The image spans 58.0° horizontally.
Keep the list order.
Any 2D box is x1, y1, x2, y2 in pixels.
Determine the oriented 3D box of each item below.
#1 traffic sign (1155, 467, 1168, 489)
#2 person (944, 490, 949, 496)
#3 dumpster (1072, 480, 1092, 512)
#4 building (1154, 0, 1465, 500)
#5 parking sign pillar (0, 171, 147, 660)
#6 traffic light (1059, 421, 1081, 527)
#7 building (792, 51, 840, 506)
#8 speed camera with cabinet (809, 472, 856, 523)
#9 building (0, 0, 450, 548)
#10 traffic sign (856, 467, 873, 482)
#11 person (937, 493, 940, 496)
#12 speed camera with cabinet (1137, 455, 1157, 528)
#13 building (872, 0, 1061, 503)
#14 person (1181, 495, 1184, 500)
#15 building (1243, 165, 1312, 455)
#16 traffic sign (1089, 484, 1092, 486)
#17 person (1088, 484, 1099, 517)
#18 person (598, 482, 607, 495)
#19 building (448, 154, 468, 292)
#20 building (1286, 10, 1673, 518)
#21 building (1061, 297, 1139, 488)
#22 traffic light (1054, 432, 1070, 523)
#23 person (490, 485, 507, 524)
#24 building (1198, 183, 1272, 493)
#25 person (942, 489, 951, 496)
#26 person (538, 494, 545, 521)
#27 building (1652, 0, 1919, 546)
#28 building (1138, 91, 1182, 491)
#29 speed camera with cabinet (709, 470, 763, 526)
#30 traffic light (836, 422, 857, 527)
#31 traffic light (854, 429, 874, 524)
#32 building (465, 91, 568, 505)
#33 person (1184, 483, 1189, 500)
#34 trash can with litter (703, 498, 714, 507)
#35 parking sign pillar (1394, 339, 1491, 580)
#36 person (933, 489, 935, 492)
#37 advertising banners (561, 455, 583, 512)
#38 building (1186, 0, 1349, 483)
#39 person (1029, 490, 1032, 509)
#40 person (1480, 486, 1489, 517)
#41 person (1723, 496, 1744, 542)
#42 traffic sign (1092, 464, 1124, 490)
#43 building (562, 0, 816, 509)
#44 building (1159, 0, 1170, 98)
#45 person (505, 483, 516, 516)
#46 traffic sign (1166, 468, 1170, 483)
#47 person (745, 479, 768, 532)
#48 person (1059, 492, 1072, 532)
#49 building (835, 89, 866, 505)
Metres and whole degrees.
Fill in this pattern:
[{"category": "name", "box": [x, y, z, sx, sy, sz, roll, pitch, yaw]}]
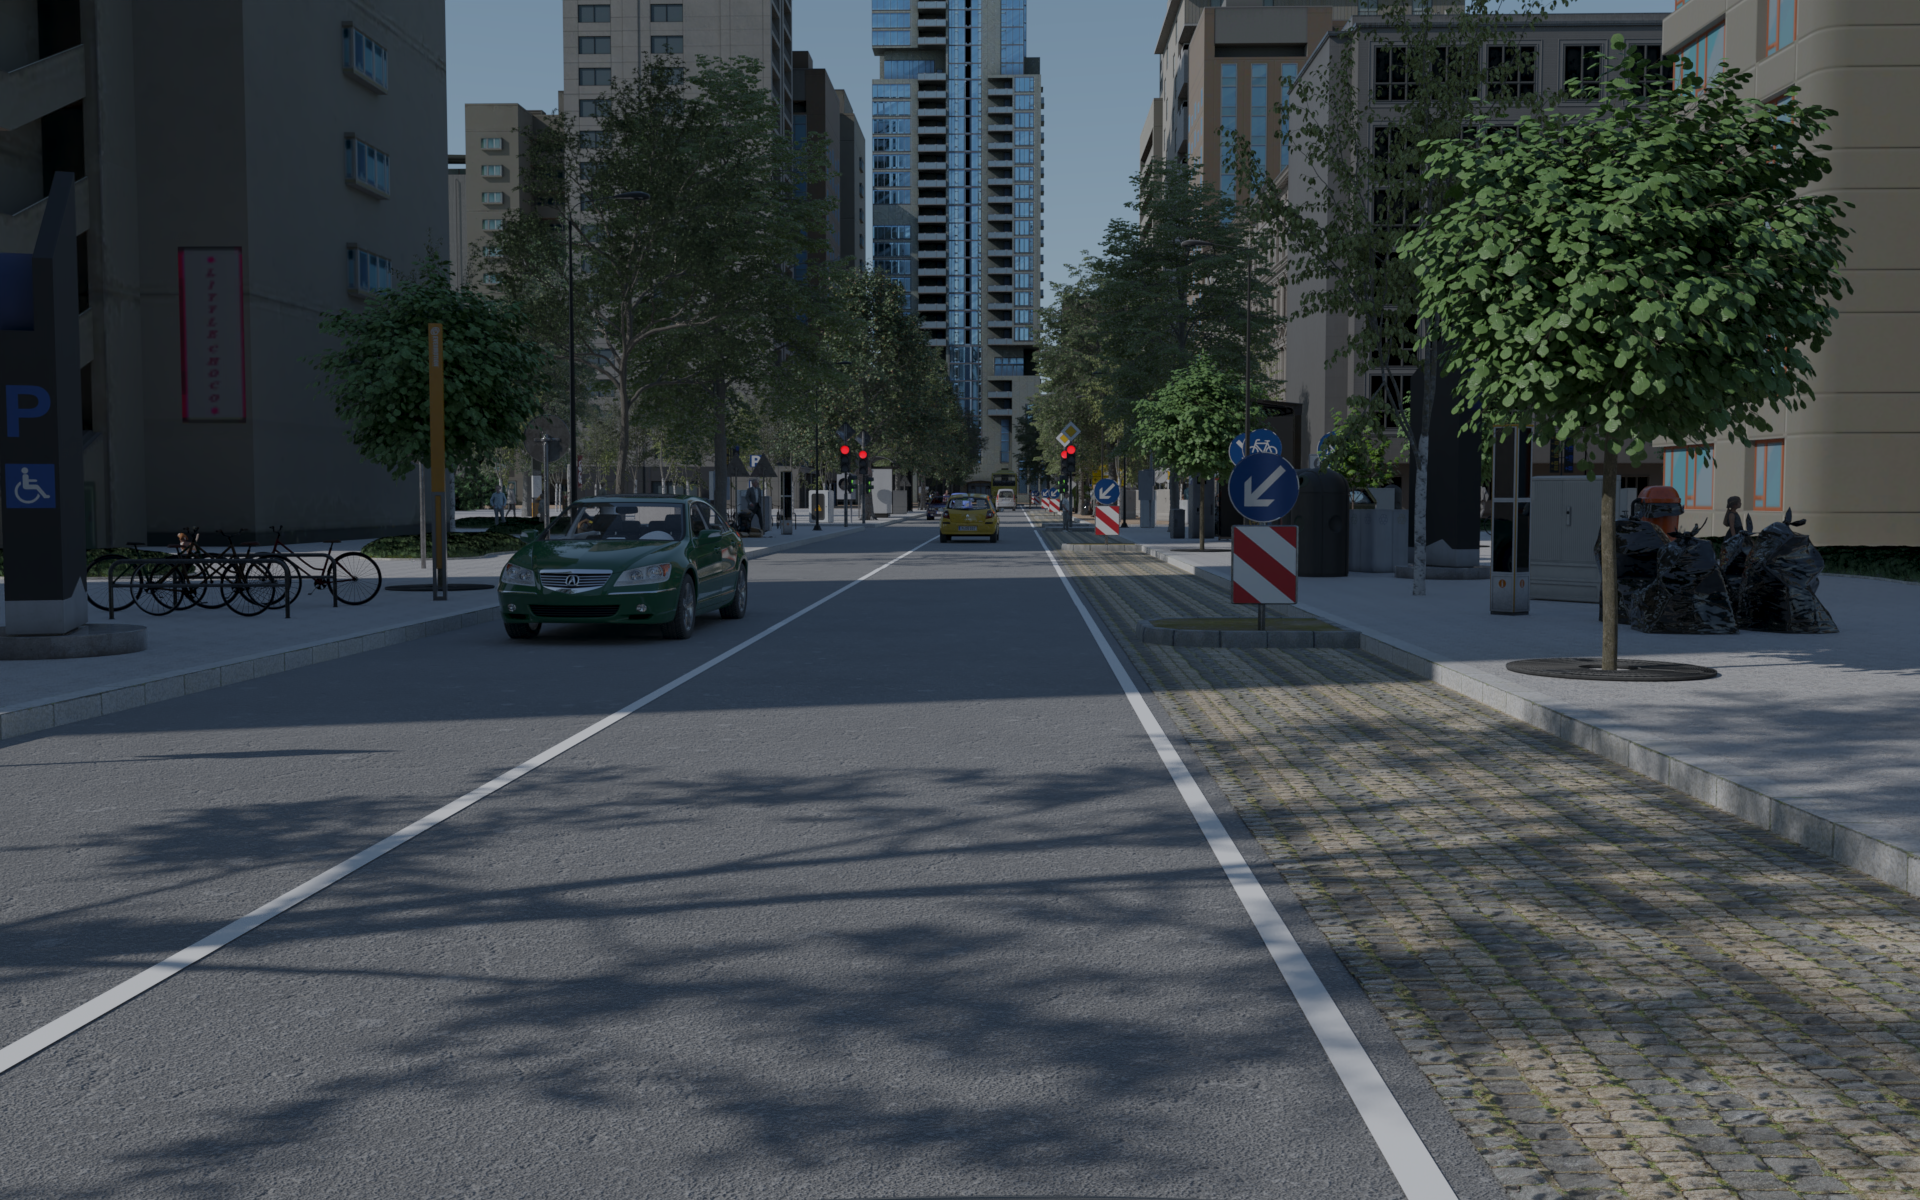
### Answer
[{"category": "traffic sign", "box": [9.542, -5.047, 82.620, 0.768, 2.556, 0.104, 0, 4, 8]}, {"category": "person", "box": [-0.947, -6.631, 117.754, 0.563, 1.720, 0.643, -3, 5, -44]}, {"category": "dumpster", "box": [8.465, -7.238, 120.843, 1.502, 2.255, 1.985, 0, 4, 2]}, {"category": "building", "box": [35.300, -36.018, 178.131, 28.713, 52.752, 27.495, 0, 4, 2]}, {"category": "parking sign pillar", "box": [-7.391, -1.558, 13.939, 1.447, 3.967, 1.447, -1, 4, -19]}, {"category": "traffic light", "box": [4.253, -4.763, 66.792, 0.839, 4.253, 0.868, 0, 4, 2]}, {"category": "building", "box": [-20.001, -32.396, 179.777, 14.600, 45.320, 14.200, 0, 4, 2]}, {"category": "speed camera with cabinet", "box": [-5.690, -5.058, 77.034, 2.038, 3.252, 0.660, 1, 4, 20]}, {"category": "building", "box": [-27.467, -25.783, 45.258, 21.600, 48.544, 21.300, 0, 4, 2]}, {"category": "traffic sign", "box": [-4.321, -4.776, 78.187, 0.768, 2.556, 0.104, 0, 4, 5]}, {"category": "person", "box": [-2.636, -11.006, 186.718, 1.217, 1.743, 0.721, 0, 4, 5]}, {"category": "speed camera with cabinet", "box": [7.090, -4.356, 65.561, 0.660, 3.252, 2.038, 1, 4, 10]}, {"category": "building", "box": [-0.784, -57.611, 254.612, 31.000, 86.520, 22.319, 0, 4, 2]}, {"category": "person", "box": [13.468, -5.723, 104.283, 0.373, 1.253, 0.362, 1, 4, 19]}, {"category": "building", "box": [24.546, -17.158, 109.407, 11.050, 23.489, 19.941, 0, 4, 2]}, {"category": "traffic sign", "box": [11.408, -9.030, 147.750, 0.768, 2.556, 0.104, 0, 4, 7]}, {"category": "person", "box": [7.362, -5.441, 95.100, 0.767, 1.812, 0.694, -3, 5, -41]}, {"category": "person", "box": [-13.994, -3.766, 68.166, 0.362, 1.759, 0.519, -3, 5, -44]}, {"category": "building", "box": [-63.180, -32.220, 210.385, 14.086, 41.232, 14.154, 0, 4, 2]}, {"category": "building", "box": [30.267, -18.202, 91.109, 24.014, 27.812, 14.314, 0, 4, 2]}, {"category": "building", "box": [21.612, -29.307, 250.869, 14.107, 30.474, 14.160, 0, 4, 2]}, {"category": "traffic light", "box": [4.500, -5.251, 74.774, 0.839, 4.253, 0.868, 0, 4, 2]}, {"category": "person", "box": [-16.064, -3.208, 60.306, 0.589, 1.601, 0.330, 0, 4, -3]}, {"category": "building", "box": [27.759, -18.414, 134.354, 16.112, 22.955, 30.059, 0, 4, 2]}, {"category": "person", "box": [-1.479, -12.013, 202.476, 1.348, 1.821, 0.705, 0, 4, 7]}, {"category": "person", "box": [-15.041, -3.184, 62.379, 0.640, 1.303, 0.475, 0, 4, -4]}, {"category": "building", "box": [31.352, -11.290, 29.628, 27.650, 21.520, 28.899, 0, 4, 2]}, {"category": "building", "box": [32.385, -35.423, 202.863, 21.300, 48.544, 21.600, 0, 4, 2]}, {"category": "speed camera with cabinet", "box": [-8.625, -4.436, 66.870, 2.038, 3.252, 0.660, -2, 4, -25]}, {"category": "traffic light", "box": [-4.405, -4.778, 67.043, 0.839, 4.253, 0.868, 0, 4, 2]}, {"category": "traffic light", "box": [-4.158, -5.266, 75.025, 0.839, 4.253, 0.868, 0, 4, 2]}, {"category": "building", "box": [-44.722, -35.580, 205.440, 21.600, 48.544, 21.300, 0, 4, 2]}, {"category": "person", "box": [11.965, -5.224, 91.325, 0.748, 1.841, 0.638, -1, 4, -14]}, {"category": "trash can with litter", "box": [-7.458, -2.339, 49.630, 0.624, 1.170, 1.055, 1, 4, 13]}, {"category": "parking sign pillar", "box": [7.409, -2.324, 26.462, 1.447, 3.967, 1.447, -1, 4, -19]}, {"category": "person", "box": [-2.773, -10.732, 181.528, 0.705, 1.822, 1.348, 1, 4, 17]}, {"category": "advertising banners", "box": [-17.198, -4.935, 76.871, 0.090, 3.025, 2.074, 1, 4, 15]}, {"category": "building", "box": [28.244, -31.049, 157.758, 14.600, 45.320, 14.200, 0, 4, 2]}, {"category": "person", "box": [6.606, -9.388, 161.995, 0.705, 1.824, 1.348, 0, 4, 3]}, {"category": "person", "box": [24.280, -4.555, 80.626, 0.679, 1.850, 0.850, 3, 4, 36]}, {"category": "person", "box": [12.011, -0.985, 26.823, 0.373, 1.253, 0.362, 3, 5, 41]}, {"category": "traffic sign", "box": [9.874, -7.413, 115.076, 2.265, 3.308, 0.079, 0, 4, 3]}, {"category": "building", "box": [-24.116, -44.221, 161.266, 20.563, 71.187, 20.611, 0, 4, 2]}, {"category": "building", "box": [39.838, -49.746, 251.602, 20.611, 71.187, 20.563, 0, 4, 2]}, {"category": "person", "box": [-21.629, -4.718, 83.372, 0.728, 1.800, 0.709, -3, 4, -36]}, {"category": "traffic sign", "box": [10.252, -5.222, 85.120, 0.795, 2.593, 0.064, 0, 4, 3]}, {"category": "person", "box": [-6.761, -3.120, 57.456, 0.834, 1.777, 0.661, 3, 5, 40]}, {"category": "person", "box": [3.999, -3.304, 65.113, 0.523, 1.515, 0.503, -1, 4, -10]}, {"category": "building", "box": [-22.519, -35.558, 205.070, 21.600, 48.544, 21.300, 0, 4, 2]}]
